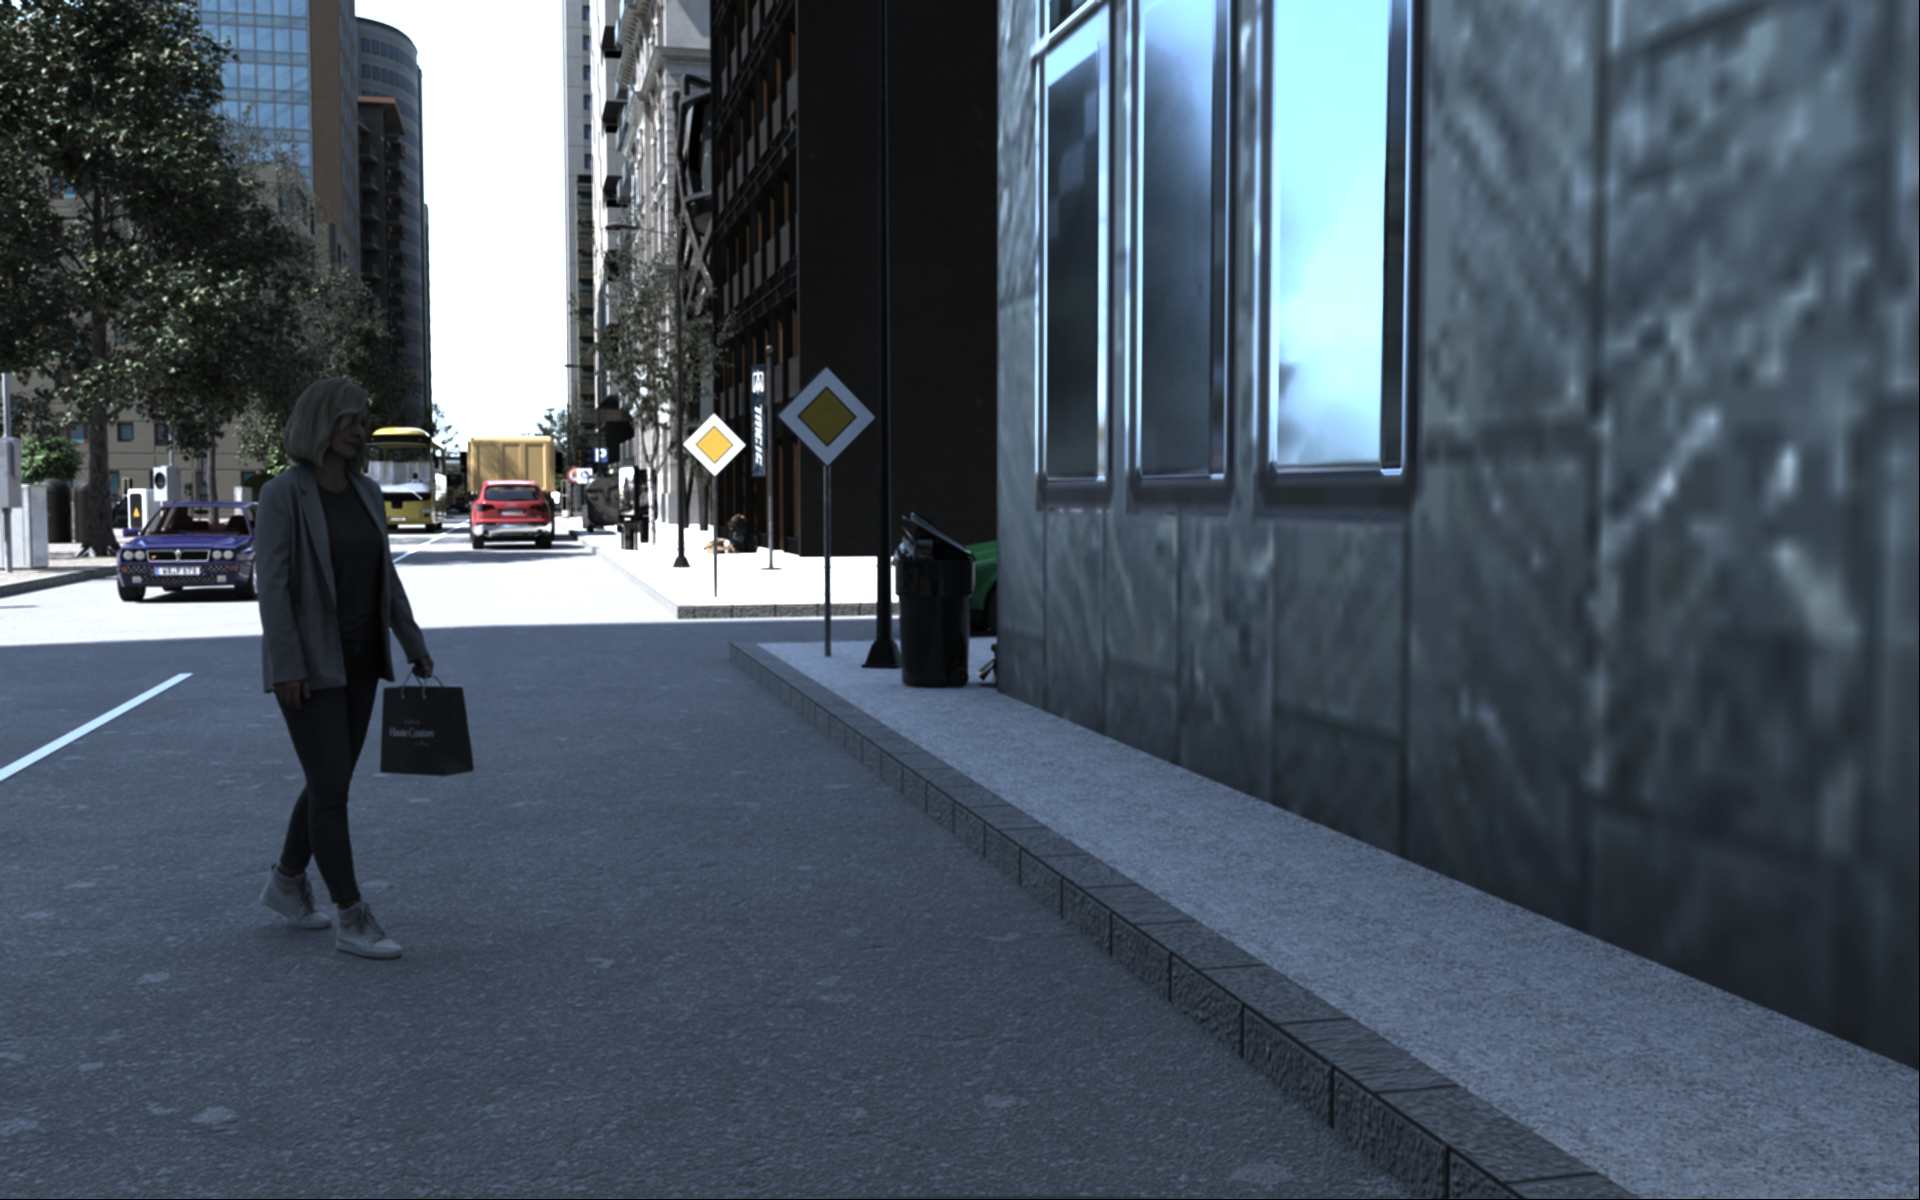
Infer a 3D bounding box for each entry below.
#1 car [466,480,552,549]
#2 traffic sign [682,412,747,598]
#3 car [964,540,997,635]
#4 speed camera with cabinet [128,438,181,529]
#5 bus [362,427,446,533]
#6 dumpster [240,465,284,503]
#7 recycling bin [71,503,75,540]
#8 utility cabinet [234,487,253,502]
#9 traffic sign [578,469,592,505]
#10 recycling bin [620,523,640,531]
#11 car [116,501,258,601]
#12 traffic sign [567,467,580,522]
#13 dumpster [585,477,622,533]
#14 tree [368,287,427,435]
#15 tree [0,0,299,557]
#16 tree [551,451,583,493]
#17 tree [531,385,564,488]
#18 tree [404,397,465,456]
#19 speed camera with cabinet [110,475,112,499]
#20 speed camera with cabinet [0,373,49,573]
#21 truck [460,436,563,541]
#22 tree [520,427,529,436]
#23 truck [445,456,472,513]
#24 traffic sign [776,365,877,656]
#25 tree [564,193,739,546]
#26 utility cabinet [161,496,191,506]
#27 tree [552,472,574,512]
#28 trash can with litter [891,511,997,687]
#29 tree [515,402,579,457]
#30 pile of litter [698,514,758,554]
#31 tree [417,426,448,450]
[{"bbox_3d":[-12.135,-2.327,46.714,2.281,1.827,5.304,-1,4,-16],"label":"car"},{"bbox_3d":[-3.026,-1.084,21.372,0.795,2.450,0.064,-1,4,-14],"label":"traffic sign"},{"bbox_3d":[1.690,-0.551,17.807,4.718,1.807,1.959,-1,4,-16],"label":"car"},{"bbox_3d":[-26.633,-3.846,57.218,2.038,3.252,0.660,2,4,30],"label":"speed camera with cabinet"},{"bbox_3d":[-21.483,-4.629,67.226,2.896,3.916,12.252,-1,4,-14],"label":"bus"},{"bbox_3d":[-23.231,-3.401,58.092,1.502,2.255,1.985,-1,4,-14],"label":"dumpster"},{"bbox_3d":[-25.820,-2.357,51.083,0.722,1.027,0.722,3,5,41],"label":"recycling bin"},{"bbox_3d":[-21.572,-2.661,52.187,0.318,1.500,1.173,-2,4,-34],"label":"utility cabinet"},{"bbox_3d":[-15.030,-4.118,69.454,0.606,2.300,0.079,-1,4,-8],"label":"traffic sign"},{"bbox_3d":[-11.293,-2.897,59.919,0.722,1.027,0.722,3,4,38],"label":"recycling bin"},{"bbox_3d":[-10.689,-0.733,24.571,1.945,1.354,3.894,-1,4,-13],"label":"car"},{"bbox_3d":[-17.889,-4.924,80.612,0.768,2.556,0.104,0,4,-8],"label":"traffic sign"},{"bbox_3d":[-11.880,-3.198,58.050,1.264,1.857,1.865,-1,4,-14],"label":"dumpster"},{"bbox_3d":[-30.965,-10.261,84.778,9.611,12.733,9.660,0,3,0],"label":"tree"},{"bbox_3d":[-17.659,-7.245,35.471,9.611,12.733,9.660,0,3,0],"label":"tree"},{"bbox_3d":[-29.829,-8.920,129.554,4.285,4.588,4.351,0,3,0],"label":"tree"},{"bbox_3d":[-25.239,-9.879,111.883,4.360,8.622,3.978,0,3,0],"label":"tree"},{"bbox_3d":[-50.481,-14.099,164.931,7.601,10.594,8.767,-1,4,-11],"label":"tree"},{"bbox_3d":[-38.062,-5.002,76.115,0.660,3.252,2.038,0,4,0],"label":"speed camera with cabinet"},{"bbox_3d":[-15.926,-2.122,29.030,0.660,3.252,2.038,-1,4,-12],"label":"speed camera with cabinet"},{"bbox_3d":[-14.628,-3.709,56.560,3.469,3.379,9.791,-1,4,-14],"label":"truck"},{"bbox_3d":[-35.810,-12.226,150.263,4.360,8.622,3.978,0,3,0],"label":"tree"},{"bbox_3d":[-38.503,-8.686,130.925,2.839,4.237,11.283,-1,4,-12],"label":"truck"},{"bbox_3d":[-1.048,-0.611,13.635,0.795,2.450,0.064,-1,4,-14],"label":"traffic sign"},{"bbox_3d":[-7.550,-5.630,42.407,4.360,8.622,3.978,0,3,0],"label":"tree"},{"bbox_3d":[-28.496,-3.167,62.934,1.020,1.237,0.306,-3,5,-42],"label":"utility cabinet"},{"bbox_3d":[-28.973,-8.009,125.548,1.663,3.219,1.824,0,3,0],"label":"tree"},{"bbox_3d":[0.068,-0.019,11.694,1.055,1.170,0.624,0,4,-3],"label":"trash can with litter"},{"bbox_3d":[-41.647,-14.704,174.826,8.767,10.594,7.601,-1,4,-21],"label":"tree"},{"bbox_3d":[-5.072,-1.448,37.640,1.176,0.858,1.719,3,4,39],"label":"pile of litter"},{"bbox_3d":[-54.564,-13.896,177.563,4.360,8.622,3.978,0,3,0],"label":"tree"}]
